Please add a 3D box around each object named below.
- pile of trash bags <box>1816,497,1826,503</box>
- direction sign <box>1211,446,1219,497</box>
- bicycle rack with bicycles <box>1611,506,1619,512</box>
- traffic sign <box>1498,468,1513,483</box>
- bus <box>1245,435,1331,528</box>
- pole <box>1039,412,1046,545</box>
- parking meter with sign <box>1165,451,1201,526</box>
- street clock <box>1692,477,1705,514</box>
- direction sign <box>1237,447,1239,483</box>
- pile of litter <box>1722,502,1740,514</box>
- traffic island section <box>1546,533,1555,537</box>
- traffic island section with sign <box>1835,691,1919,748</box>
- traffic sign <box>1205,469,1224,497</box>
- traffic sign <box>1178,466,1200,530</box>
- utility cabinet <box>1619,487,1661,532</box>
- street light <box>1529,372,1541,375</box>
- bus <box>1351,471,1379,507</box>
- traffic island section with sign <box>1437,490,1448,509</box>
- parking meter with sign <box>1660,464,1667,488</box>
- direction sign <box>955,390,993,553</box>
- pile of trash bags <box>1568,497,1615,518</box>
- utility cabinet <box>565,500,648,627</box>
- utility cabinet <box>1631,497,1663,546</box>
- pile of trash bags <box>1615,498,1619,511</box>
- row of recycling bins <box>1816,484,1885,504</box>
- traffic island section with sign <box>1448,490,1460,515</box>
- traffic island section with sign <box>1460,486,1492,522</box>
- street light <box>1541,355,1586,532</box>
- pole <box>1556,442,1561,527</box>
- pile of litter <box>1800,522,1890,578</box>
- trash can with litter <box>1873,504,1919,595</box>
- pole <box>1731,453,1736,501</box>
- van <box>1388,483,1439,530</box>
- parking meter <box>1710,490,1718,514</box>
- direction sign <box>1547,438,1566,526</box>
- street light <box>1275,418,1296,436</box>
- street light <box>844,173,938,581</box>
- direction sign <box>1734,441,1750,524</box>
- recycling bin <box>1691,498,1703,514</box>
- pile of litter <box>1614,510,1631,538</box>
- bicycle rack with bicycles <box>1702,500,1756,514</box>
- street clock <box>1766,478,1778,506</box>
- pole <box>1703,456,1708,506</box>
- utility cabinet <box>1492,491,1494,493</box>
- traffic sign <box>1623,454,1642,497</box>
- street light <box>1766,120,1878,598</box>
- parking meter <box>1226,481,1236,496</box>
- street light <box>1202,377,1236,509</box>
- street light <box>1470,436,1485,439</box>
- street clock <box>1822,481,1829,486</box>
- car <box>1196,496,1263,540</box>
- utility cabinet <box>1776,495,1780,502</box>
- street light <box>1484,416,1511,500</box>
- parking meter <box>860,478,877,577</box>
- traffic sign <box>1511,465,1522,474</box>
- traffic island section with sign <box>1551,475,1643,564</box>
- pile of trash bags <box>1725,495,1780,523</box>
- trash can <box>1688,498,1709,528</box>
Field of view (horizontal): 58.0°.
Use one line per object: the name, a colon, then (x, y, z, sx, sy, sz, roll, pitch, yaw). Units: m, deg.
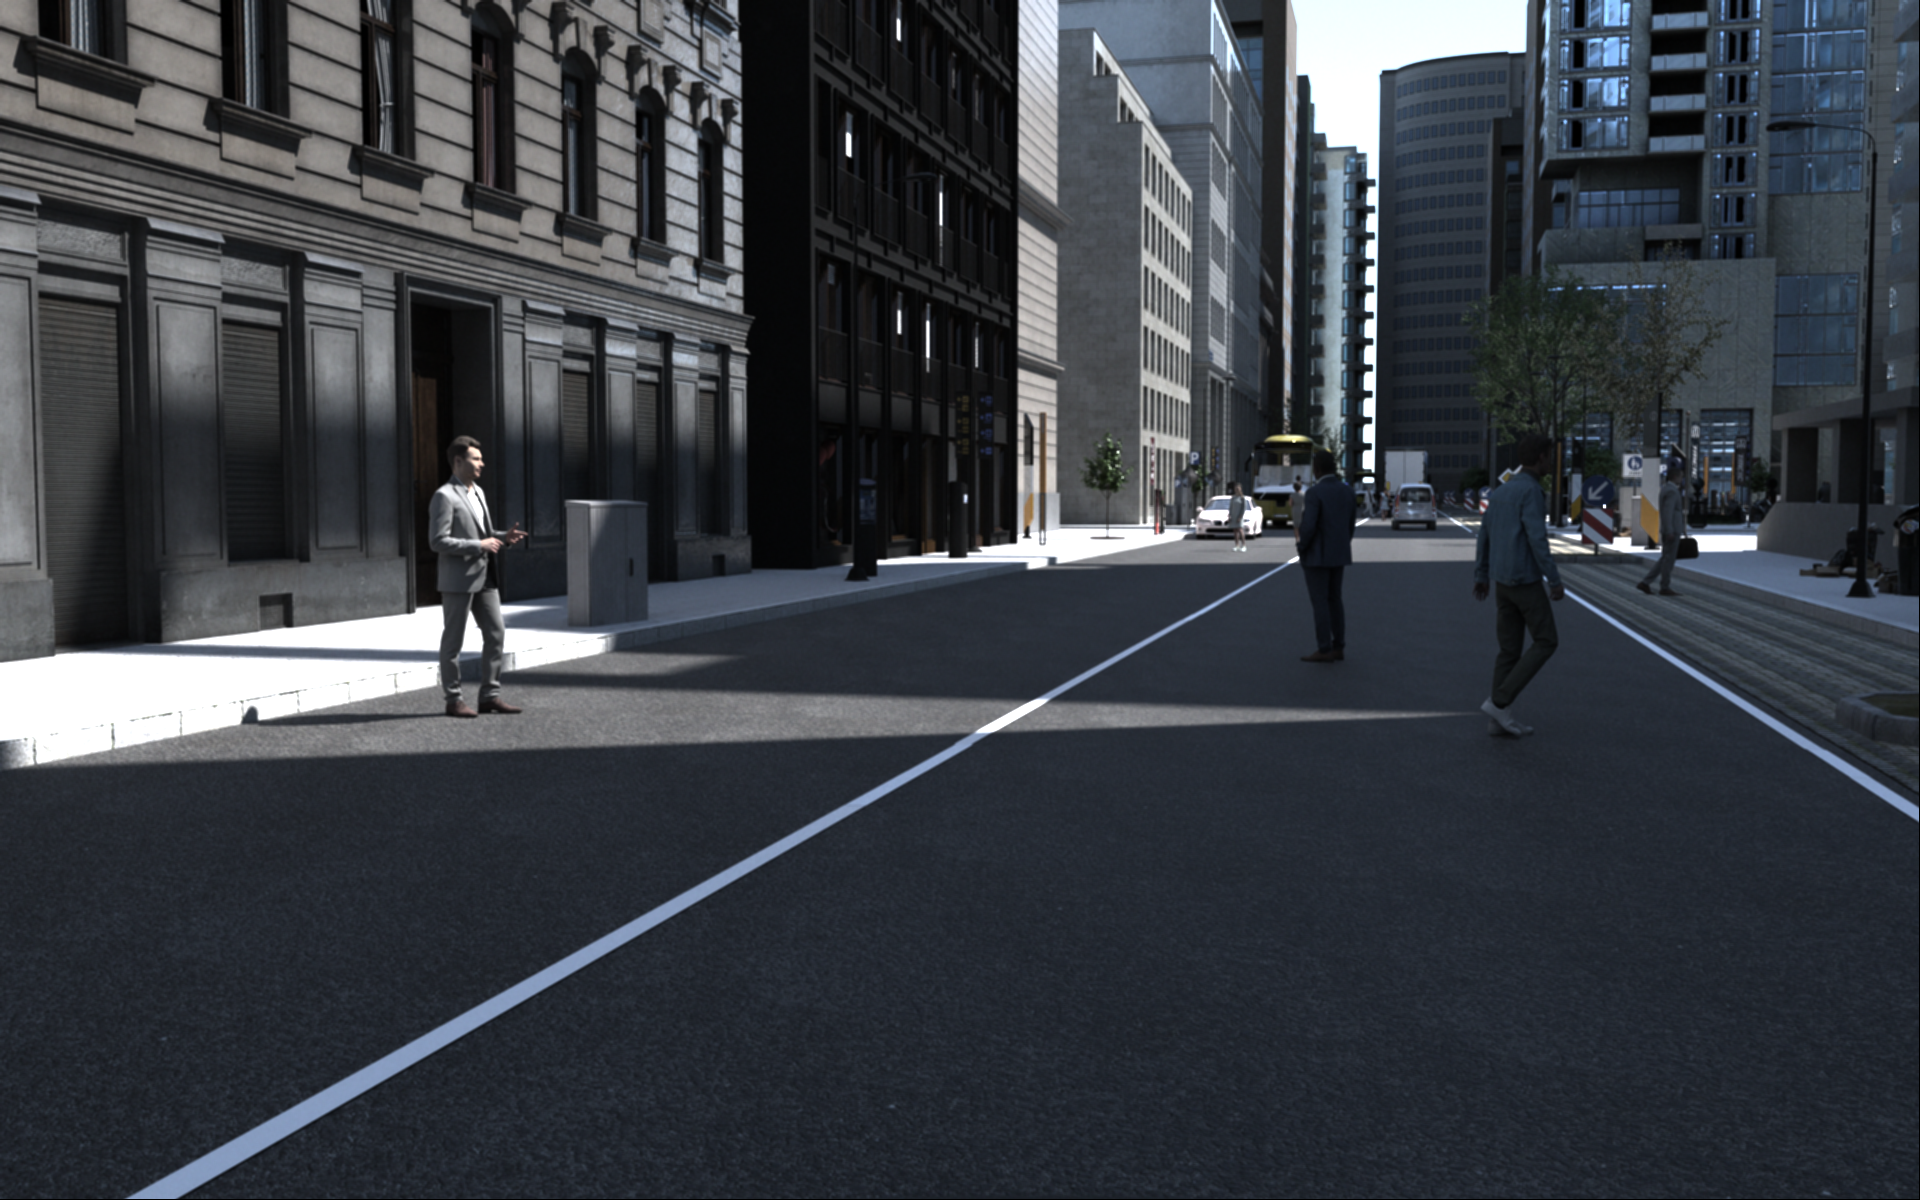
pile of trash bags: (49.742, -5.295, 96.319, 1.912, 1.369, 3.447, -3, 5, -45)
direction sign: (12.106, -5.523, 82.298, 0.379, 3.537, 0.876, 2, 4, 30)
bicycle rack with bicycles: (36.842, -4.912, 93.686, 2.852, 0.926, 2.925, 0, 4, -4)
traffic sign: (20.929, -3.824, 66.159, 0.795, 2.450, 0.064, 1, 4, 15)
bus: (14.572, -5.141, 75.606, 2.896, 3.916, 12.252, 1, 4, 16)
pole: (2.075, -3.028, 43.357, 0.158, 3.312, 0.155, 0, 3, 0)
parking meter with sign: (9.039, -4.537, 70.433, 1.738, 3.016, 0.543, -3, 5, -44)
street clock: (34.529, -4.676, 81.015, 0.358, 2.002, 0.471, -3, 5, -43)
direction sign: (13.381, -5.593, 83.436, 0.379, 3.537, 0.876, 0, 4, 7)
pile of litter: (40.362, -4.678, 90.452, 1.719, 0.858, 1.176, -3, 5, -44)
traffic island section: (18.938, -2.215, 58.503, 2.009, 0.180, 2.903, 1, 4, 15)
traffic island section with sign: (6.346, -0.093, 10.149, 1.989, 1.847, 2.006, 1, 4, 15)
traffic sign: (10.101, -3.997, 68.995, 0.795, 2.450, 0.064, 1, 4, 15)
traffic sign: (8.085, -3.524, 61.267, 0.795, 2.450, 0.064, 1, 4, 15)
utility cabinet: (21.296, -2.790, 54.292, 1.173, 1.500, 0.318, 0, 4, 1)
street light: (22.309, -5.704, 65.802, 1.470, 5.913, 1.316, 1, 4, 15)
bus: (44.481, -12.143, 190.076, 2.896, 3.916, 12.252, 1, 4, 14)
traffic island section with sign: (46.666, -9.546, 164.697, 1.989, 1.847, 2.006, 1, 4, 15)
parking meter with sign: (41.447, -6.452, 101.746, 0.543, 3.016, 1.738, 2, 4, 31)
direction sign: (0.316, -2.818, 38.065, 0.876, 3.537, 0.379, -1, 4, -18)
pile of trash bags: (33.702, -5.121, 93.474, 1.912, 1.369, 3.447, 0, 4, 5)
utility cabinet: (-3.487, -0.369, 17.191, 0.306, 1.237, 1.020, 1, 4, 22)
utility cabinet: (17.129, -1.932, 42.755, 1.020, 1.237, 0.306, 2, 4, 25)
pile of trash bags: (36.607, -5.428, 98.493, 1.912, 1.369, 3.447, 1, 4, 22)
row of recycling bins: (37.175, -4.043, 73.221, 3.534, 1.692, 1.069, 0, 4, 7)
traffic island section with sign: (34.120, -6.605, 116.619, 1.989, 1.847, 2.006, 1, 4, 15)
traffic island section with sign: (27.181, -4.979, 90.032, 1.989, 1.847, 2.006, 1, 4, 15)
street light: (20.325, -5.228, 58.017, 1.470, 5.913, 1.316, 1, 4, 15)
pole: (23.609, -4.547, 68.182, 0.158, 3.312, 0.155, 0, 3, 0)
pile of litter: (13.764, -0.780, 26.724, 1.176, 0.858, 1.719, 0, 4, -6)
trash can with litter: (12.055, -0.656, 22.109, 0.624, 1.170, 1.055, 0, 4, -3)
pole: (38.662, -5.669, 86.534, 0.158, 3.312, 0.155, 0, 3, 0)
van: (18.302, -3.844, 69.868, 2.013, 2.044, 4.112, 1, 4, 13)
parking meter: (45.398, -5.863, 104.265, 0.372, 1.533, 0.369, 0, 3, 0)
direction sign: (24.046, -4.780, 70.142, 0.876, 3.537, 0.379, 2, 4, 34)
street light: (19.730, -8.131, 105.476, 1.470, 5.913, 1.316, 1, 4, 15)
street light: (-1.005, -3.229, 25.332, 1.470, 5.913, 1.316, 1, 4, 15)
direction sign: (33.761, -5.063, 74.783, 0.379, 3.537, 0.876, -1, 4, -23)
recycling bin: (44.944, -5.682, 105.459, 0.722, 1.027, 0.722, 0, 4, 2)
pile of litter: (19.804, -2.312, 51.761, 1.719, 0.858, 1.176, -3, 5, -42)
bicycle rack with bicycles: (42.757, -5.111, 96.943, 2.925, 0.926, 2.852, 0, 4, 1)
street clock: (37.209, -4.579, 79.438, 0.471, 2.002, 0.358, -1, 4, -9)
pole: (40.401, -6.117, 93.863, 0.158, 3.312, 0.155, 0, 3, 0)
utility cabinet: (36.222, -6.640, 117.235, 0.318, 1.500, 1.173, 0, 4, 0)
traffic sign: (16.998, -2.539, 43.648, 0.606, 2.300, 0.079, 1, 4, 19)
street light: (10.711, -2.998, 21.562, 1.470, 5.913, 1.316, 1, 4, 15)
parking meter: (12.224, -4.423, 78.030, 0.399, 1.863, 0.255, 3, 5, 42)
street light: (10.242, -5.886, 68.774, 1.470, 5.913, 1.316, 1, 4, 15)
street light: (41.362, -10.141, 138.344, 1.470, 5.913, 1.316, 1, 4, 15)
street clock: (47.431, -5.525, 94.900, 0.358, 2.002, 0.471, 1, 4, 10)
car: (8.769, -2.679, 56.160, 2.083, 1.381, 4.827, 1, 4, 14)
utility cabinet: (44.643, -5.117, 94.819, 0.306, 1.237, 1.020, -3, 5, -39)
street light: (31.838, -7.923, 102.088, 1.470, 5.913, 1.316, 1, 4, 15)
parking meter: (-1.480, -1.137, 27.005, 0.372, 1.533, 0.369, 0, 3, 0)
traffic sign: (18.913, -3.351, 58.432, 0.795, 2.450, 0.064, 1, 4, 15)
traffic island section with sign: (13.153, -1.690, 36.261, 1.989, 1.847, 2.006, 1, 4, 15)
pile of trash bags: (35.815, -4.133, 77.324, 1.912, 1.369, 3.447, -3, 5, -40)
trash can: (27.678, -3.259, 64.932, 0.748, 1.137, 0.748, 0, 3, 0)
